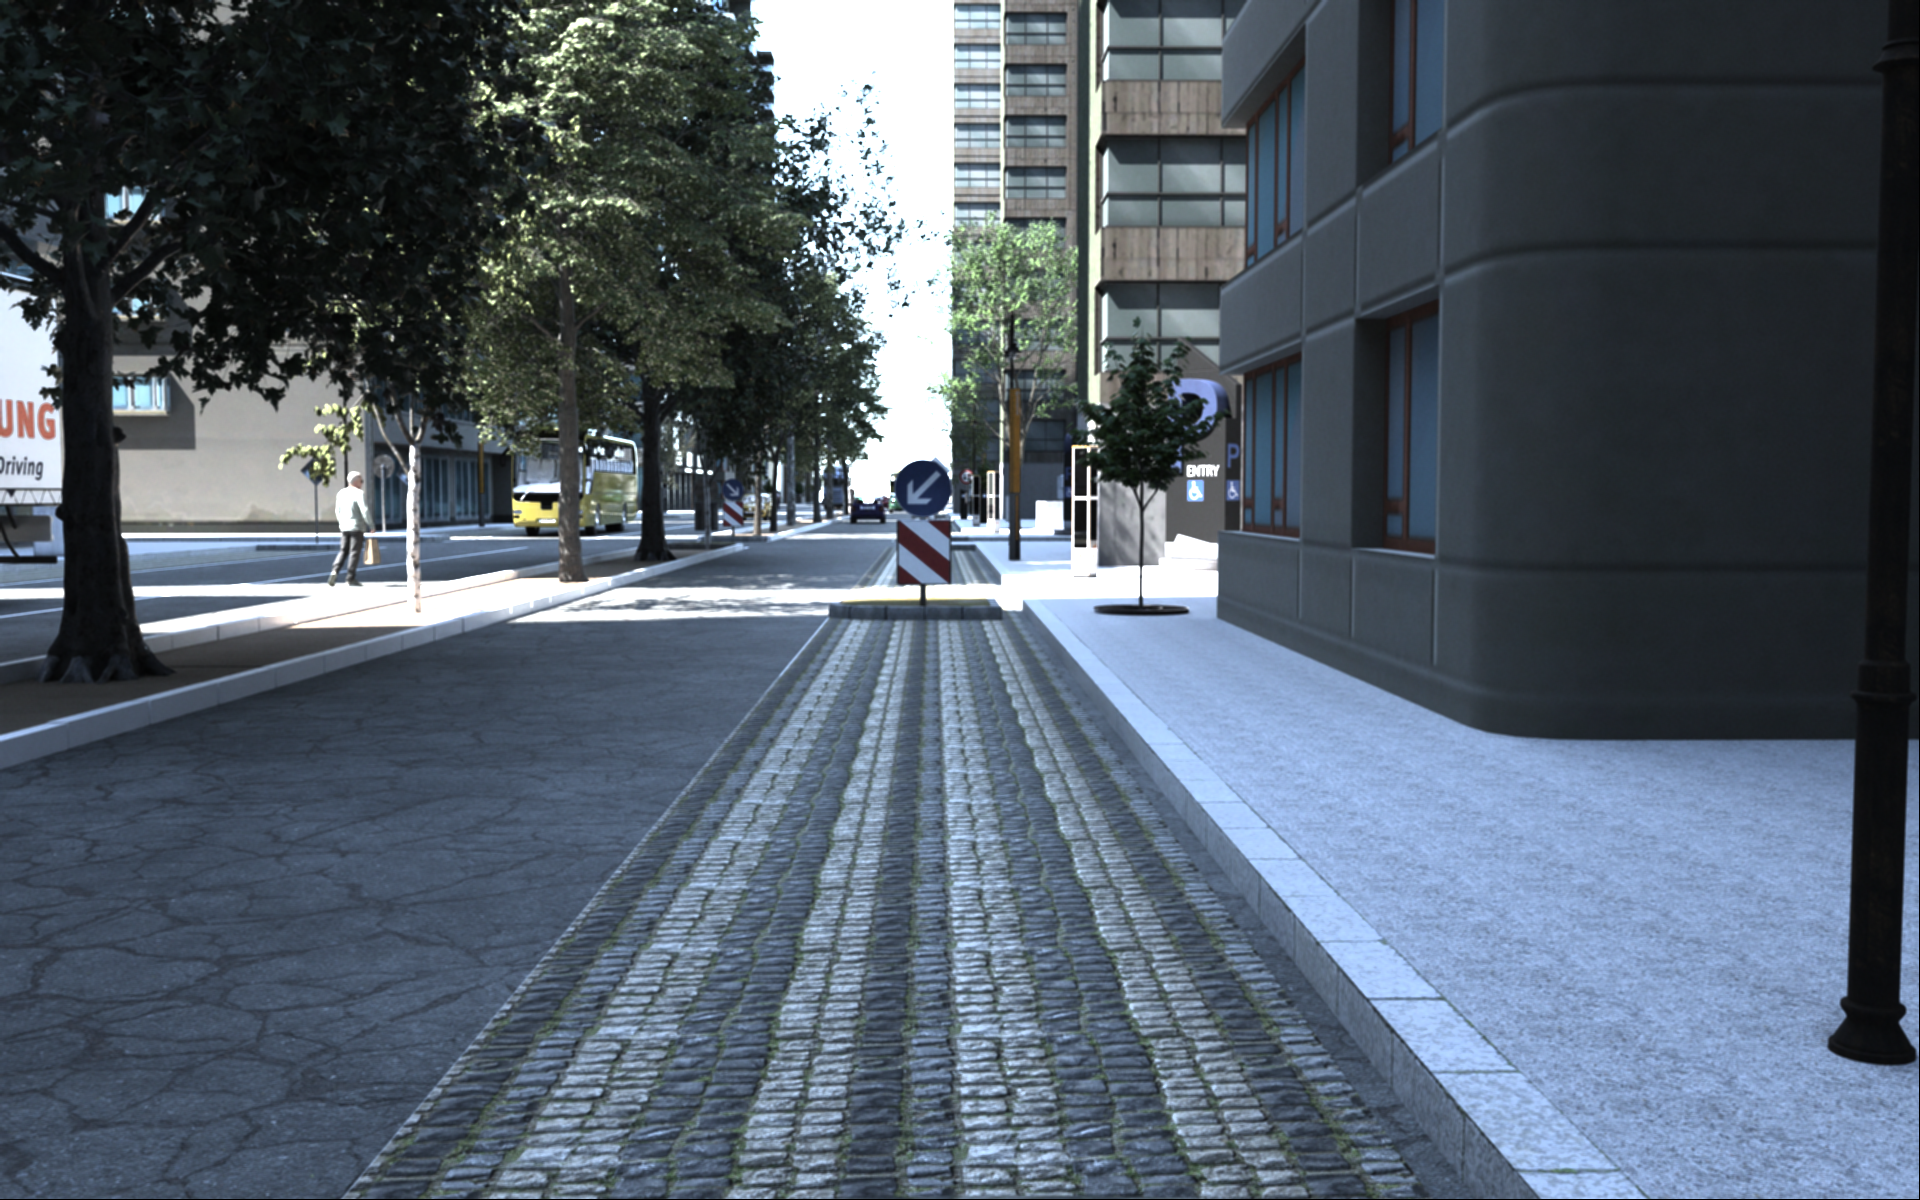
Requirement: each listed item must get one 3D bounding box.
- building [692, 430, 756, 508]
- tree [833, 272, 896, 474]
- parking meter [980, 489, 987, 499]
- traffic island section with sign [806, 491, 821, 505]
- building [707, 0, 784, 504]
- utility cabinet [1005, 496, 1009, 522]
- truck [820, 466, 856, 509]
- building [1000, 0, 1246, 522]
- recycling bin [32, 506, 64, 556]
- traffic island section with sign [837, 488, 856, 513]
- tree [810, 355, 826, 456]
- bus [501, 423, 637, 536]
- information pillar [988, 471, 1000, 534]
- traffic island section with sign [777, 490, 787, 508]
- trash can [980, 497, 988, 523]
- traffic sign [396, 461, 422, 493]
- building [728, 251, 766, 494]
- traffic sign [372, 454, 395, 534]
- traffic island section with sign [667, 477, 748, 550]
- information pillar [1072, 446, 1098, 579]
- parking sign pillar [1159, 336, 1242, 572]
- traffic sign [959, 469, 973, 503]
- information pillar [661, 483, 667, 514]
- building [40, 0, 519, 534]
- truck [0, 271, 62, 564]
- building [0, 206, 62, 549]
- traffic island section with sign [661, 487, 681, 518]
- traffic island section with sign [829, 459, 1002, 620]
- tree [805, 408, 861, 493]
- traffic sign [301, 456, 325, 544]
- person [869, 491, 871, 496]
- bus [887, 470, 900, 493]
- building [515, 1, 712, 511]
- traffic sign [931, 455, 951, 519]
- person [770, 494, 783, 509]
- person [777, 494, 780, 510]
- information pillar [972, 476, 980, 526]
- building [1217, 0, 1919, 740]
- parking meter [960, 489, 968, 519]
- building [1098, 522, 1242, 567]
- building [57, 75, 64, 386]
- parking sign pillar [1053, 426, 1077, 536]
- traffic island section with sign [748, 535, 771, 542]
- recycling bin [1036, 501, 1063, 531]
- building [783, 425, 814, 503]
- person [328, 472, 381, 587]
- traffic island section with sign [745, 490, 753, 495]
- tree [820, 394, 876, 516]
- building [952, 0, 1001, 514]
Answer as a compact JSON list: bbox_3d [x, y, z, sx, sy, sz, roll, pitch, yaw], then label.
[{"bbox_3d":[-35.803,-20.110,173.845,27.650,21.520,28.899,0,4,-1],"label":"building"},{"bbox_3d":[-7.108,-10.162,86.737,7.486,12.596,7.792,0,3,0],"label":"tree"},{"bbox_3d":[1.115,-4.529,82.467,0.372,1.533,0.369,0,3,0],"label":"parking meter"},{"bbox_3d":[-19.810,-13.853,235.116,1.989,1.847,2.006,0,4,-1],"label":"traffic island section with sign"},{"bbox_3d":[-34.101,-55.905,226.717,22.319,86.520,31.000,0,4,-1],"label":"building"},{"bbox_3d":[2.251,-4.174,79.403,0.306,1.237,1.020,0,4,6],"label":"utility cabinet"},{"bbox_3d":[-11.505,-10.977,169.240,2.967,4.110,18.799,0,4,0],"label":"truck"},{"bbox_3d":[9.118,-19.687,93.577,14.160,30.474,14.107,0,4,-1],"label":"building"},{"bbox_3d":[-18.738,-1.427,35.885,0.722,1.027,0.722,-1,4,-17],"label":"recycling bin"},{"bbox_3d":[-8.069,-7.323,127.865,2.006,1.907,1.989,0,4,-1],"label":"traffic island section with sign"},{"bbox_3d":[-7.944,-11.679,119.170,9.928,11.665,9.643,0,3,0],"label":"tree"},{"bbox_3d":[-13.882,-4.369,62.979,2.896,3.916,12.252,0,4,-2],"label":"bus"},{"bbox_3d":[1.101,-3.168,56.290,0.304,2.012,0.304,3,5,42],"label":"information pillar"},{"bbox_3d":[-18.902,-10.462,179.679,1.989,1.847,2.006,0,4,-1],"label":"traffic island section with sign"},{"bbox_3d":[0.993,-3.924,75.815,0.748,1.137,0.748,0,3,0],"label":"trash can"},{"bbox_3d":[-16.805,-3.010,52.857,0.795,2.450,0.064,0,4,-1],"label":"traffic sign"},{"bbox_3d":[-29.614,-31.266,194.799,14.154,41.232,14.086,0,4,-1],"label":"building"},{"bbox_3d":[-18.550,-3.401,55.712,0.768,2.556,0.104,0,4,8],"label":"traffic sign"},{"bbox_3d":[-6.722,-2.275,45.330,2.006,1.907,1.989,0,4,-1],"label":"traffic island section with sign"},{"bbox_3d":[1.908,-1.341,26.424,0.304,2.012,0.304,2,4,31],"label":"information pillar"},{"bbox_3d":[4.096,-2.489,29.163,1.447,3.967,1.447,-3,5,-42],"label":"parking sign pillar"},{"bbox_3d":[0.356,-5.440,89.058,0.768,2.556,0.104,0,4,2],"label":"traffic sign"},{"bbox_3d":[-19.519,-6.713,114.244,0.304,2.012,0.304,-2,4,-32],"label":"information pillar"},{"bbox_3d":[-29.969,-26.975,64.751,21.300,48.544,21.600,0,4,-1],"label":"building"},{"bbox_3d":[-13.108,-1.746,17.460,2.839,4.237,11.283,0,4,-1],"label":"truck"},{"bbox_3d":[-34.906,-25.166,31.079,30.456,49.044,23.786,0,4,-1],"label":"building"},{"bbox_3d":[-17.655,-5.758,102.771,1.989,1.847,2.006,0,4,-1],"label":"traffic island section with sign"},{"bbox_3d":[-0.536,-0.725,20.484,1.989,1.847,2.006,0,4,-1],"label":"traffic island section with sign"},{"bbox_3d":[-8.011,-9.454,107.389,4.737,8.622,4.395,0,3,0],"label":"tree"},{"bbox_3d":[-16.675,-2.522,44.873,0.795,2.450,0.064,0,4,-1],"label":"traffic sign"},{"bbox_3d":[-11.354,-12.958,220.000,0.705,1.869,1.348,1,4,9],"label":"person"},{"bbox_3d":[-5.877,-11.219,174.982,2.896,3.916,12.252,0,4,-3],"label":"bus"},{"bbox_3d":[-33.505,-31.964,142.213,23.786,49.044,30.456,0,4,-1],"label":"building"},{"bbox_3d":[-0.633,-2.536,45.113,0.795,2.450,0.064,0,4,-1],"label":"traffic sign"},{"bbox_3d":[-17.848,-9.732,167.627,1.348,1.824,0.705,-1,4,-10],"label":"person"},{"bbox_3d":[-16.433,-8.902,154.993,0.756,1.711,0.436,1,4,19],"label":"person"},{"bbox_3d":[0.646,-3.930,68.743,0.304,2.012,0.304,0,4,-3],"label":"information pillar"},{"bbox_3d":[16.723,-9.668,3.109,27.650,21.520,28.899,0,4,-1],"label":"building"},{"bbox_3d":[0.196,-4.860,87.871,0.372,1.533,0.369,0,3,0],"label":"parking meter"},{"bbox_3d":[9.368,-16.207,36.681,14.160,30.474,14.107,0,4,-1],"label":"building"},{"bbox_3d":[-31.971,-29.301,98.672,23.786,49.044,30.456,0,4,-1],"label":"building"},{"bbox_3d":[3.631,-4.007,53.989,1.447,3.967,1.447,1,4,22],"label":"parking sign pillar"},{"bbox_3d":[-6.833,-2.728,52.736,2.006,1.907,1.989,0,4,-1],"label":"traffic island section with sign"},{"bbox_3d":[3.144,-2.944,60.681,0.722,1.027,0.722,-2,4,-24],"label":"recycling bin"},{"bbox_3d":[-36.614,-25.351,259.525,27.650,21.520,28.899,0,4,-1],"label":"building"},{"bbox_3d":[-9.344,-1.087,26.753,0.782,1.767,0.515,2,4,24],"label":"person"},{"bbox_3d":[-18.452,-8.745,151.610,1.989,1.847,2.006,0,4,-1],"label":"traffic island section with sign"},{"bbox_3d":[-8.060,-10.622,126.491,4.360,8.622,3.978,0,3,0],"label":"tree"},{"bbox_3d":[6.472,-26.627,118.940,14.154,41.232,14.086,0,4,-1],"label":"building"}]
